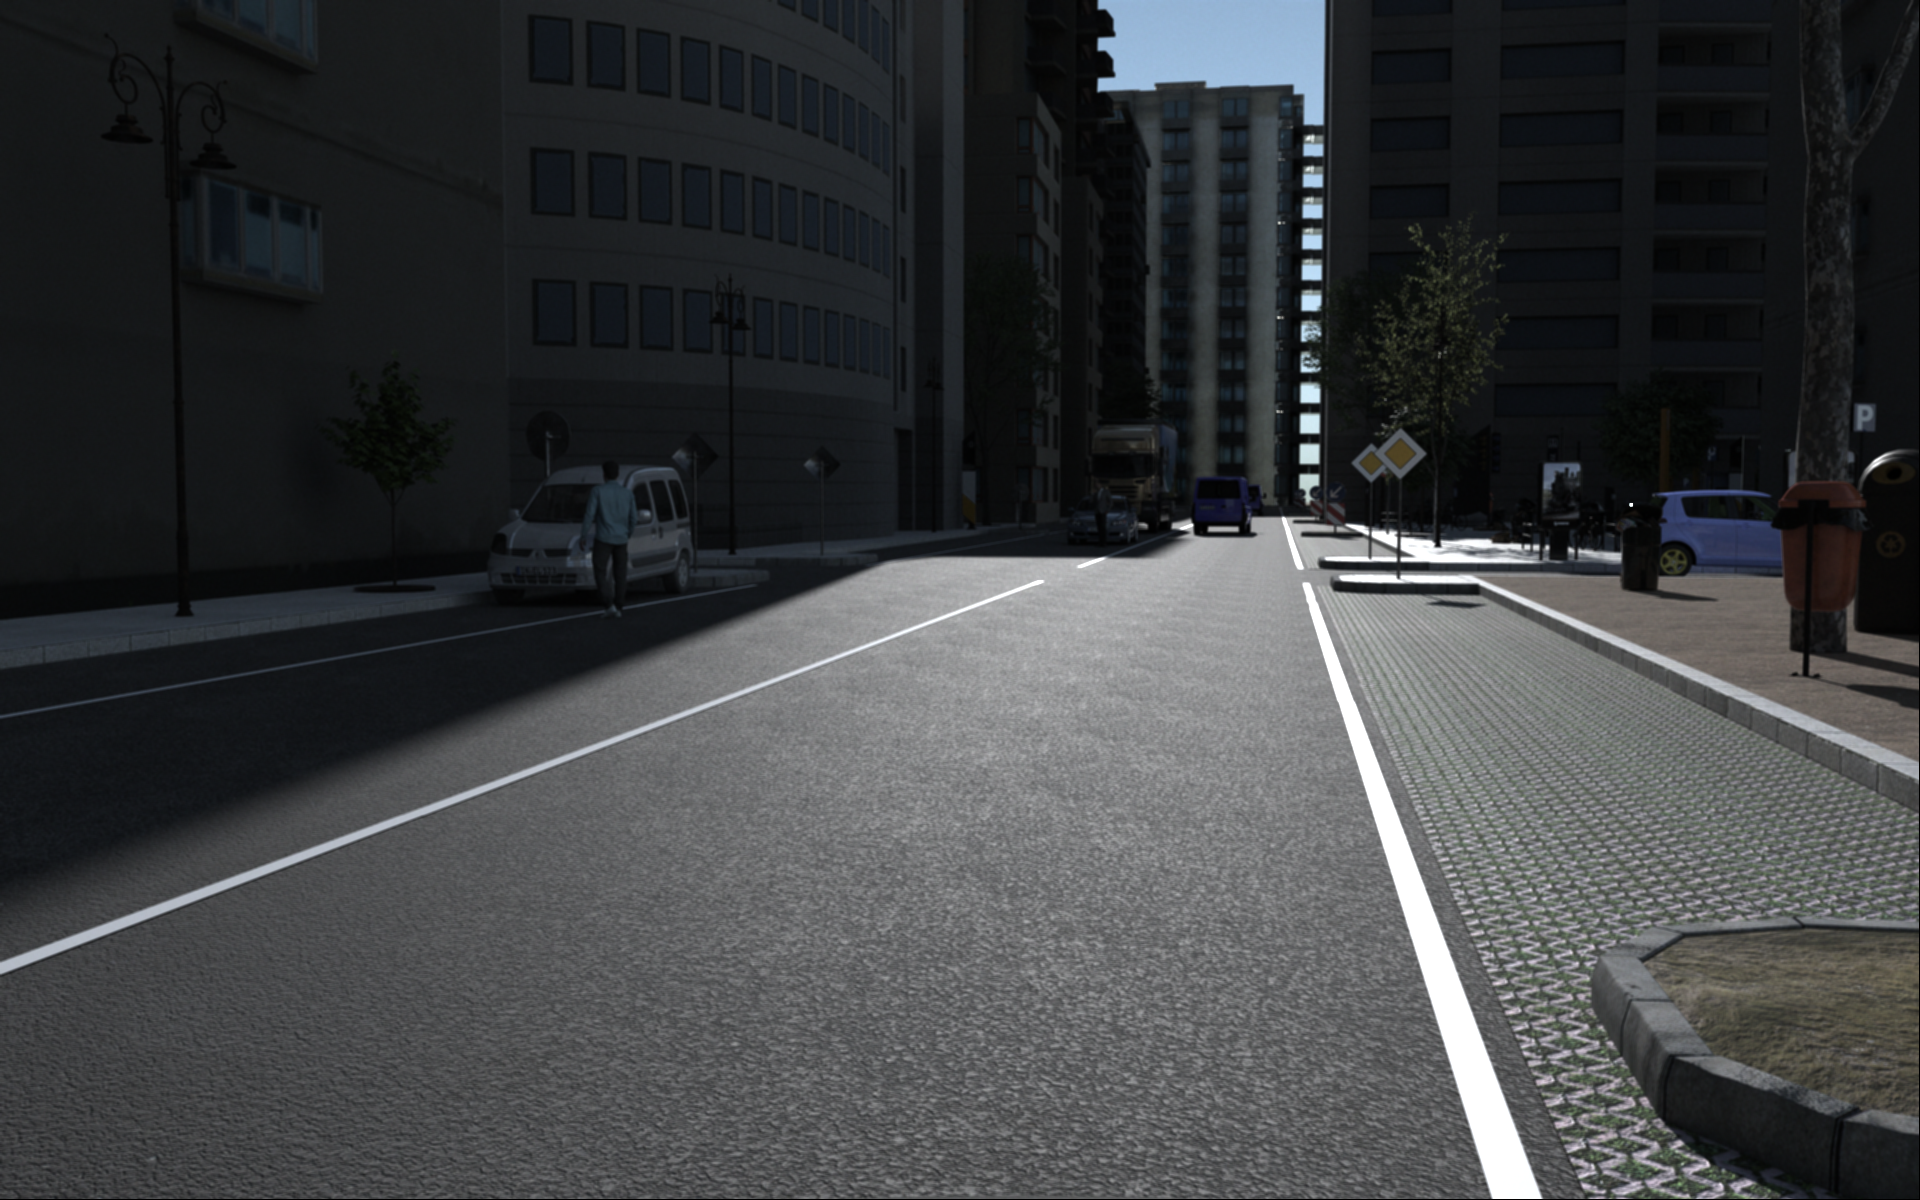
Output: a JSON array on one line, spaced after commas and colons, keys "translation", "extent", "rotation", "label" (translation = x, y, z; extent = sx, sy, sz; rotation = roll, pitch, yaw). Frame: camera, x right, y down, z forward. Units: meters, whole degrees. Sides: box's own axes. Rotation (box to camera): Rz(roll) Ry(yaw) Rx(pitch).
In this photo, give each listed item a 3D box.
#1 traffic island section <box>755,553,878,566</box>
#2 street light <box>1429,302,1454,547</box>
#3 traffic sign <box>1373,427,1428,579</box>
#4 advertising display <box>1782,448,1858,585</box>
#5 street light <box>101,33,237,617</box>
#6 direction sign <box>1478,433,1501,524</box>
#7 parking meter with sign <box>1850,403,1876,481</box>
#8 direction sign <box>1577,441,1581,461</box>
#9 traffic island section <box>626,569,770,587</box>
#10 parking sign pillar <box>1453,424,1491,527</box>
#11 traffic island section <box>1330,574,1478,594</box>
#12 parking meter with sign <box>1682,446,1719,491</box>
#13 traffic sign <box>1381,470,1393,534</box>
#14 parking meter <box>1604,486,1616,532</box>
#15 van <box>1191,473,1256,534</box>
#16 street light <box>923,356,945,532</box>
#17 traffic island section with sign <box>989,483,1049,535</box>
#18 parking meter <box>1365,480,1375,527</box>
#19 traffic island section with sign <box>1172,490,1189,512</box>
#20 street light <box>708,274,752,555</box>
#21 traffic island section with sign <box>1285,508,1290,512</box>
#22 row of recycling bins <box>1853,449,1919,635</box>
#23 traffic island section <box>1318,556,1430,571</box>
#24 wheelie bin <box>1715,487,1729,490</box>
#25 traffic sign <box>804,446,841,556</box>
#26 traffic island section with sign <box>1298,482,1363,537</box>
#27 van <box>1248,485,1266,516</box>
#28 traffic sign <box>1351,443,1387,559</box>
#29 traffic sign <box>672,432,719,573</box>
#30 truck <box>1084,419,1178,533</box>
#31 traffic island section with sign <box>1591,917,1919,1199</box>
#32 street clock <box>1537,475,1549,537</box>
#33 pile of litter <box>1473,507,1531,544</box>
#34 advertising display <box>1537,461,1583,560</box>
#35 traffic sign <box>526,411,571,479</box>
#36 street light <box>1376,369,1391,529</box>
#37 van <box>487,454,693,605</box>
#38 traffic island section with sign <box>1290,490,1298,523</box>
[{"translation": [-2.888, -0.840, 36.010], "extent": [2.009, 0.180, 2.903], "rotation": [1, 4, 10], "label": "traffic island section"}, {"translation": [11.613, -4.227, 41.906], "extent": [0.468, 5.910, 1.993], "rotation": [1, 4, 10], "label": "street light"}, {"translation": [6.618, -1.373, 26.087], "extent": [0.795, 2.450, 0.064], "rotation": [1, 4, 10], "label": "traffic sign"}, {"translation": [12.084, -1.172, 24.370], "extent": [0.974, 1.923, 0.123], "rotation": [0, 4, 4], "label": "advertising display"}, {"translation": [-8.148, -2.766, 18.018], "extent": [0.468, 5.910, 1.993], "rotation": [1, 4, 10], "label": "street light"}, {"translation": [19.599, -4.415, 64.178], "extent": [0.876, 3.537, 0.379], "rotation": [3, 5, 45], "label": "direction sign"}, {"translation": [17.086, -2.317, 34.140], "extent": [0.543, 3.016, 1.738], "rotation": [-1, 4, -19], "label": "parking meter with sign"}, {"translation": [26.476, -5.027, 74.182], "extent": [0.379, 3.537, 0.876], "rotation": [1, 4, 13], "label": "direction sign"}, {"translation": [-4.319, -0.359, 28.154], "extent": [2.009, 0.180, 2.903], "rotation": [1, 4, 10], "label": "traffic island section"}, {"translation": [19.804, -4.806, 67.050], "extent": [1.447, 3.967, 1.447], "rotation": [0, 4, -8], "label": "parking sign pillar"}, {"translation": [6.642, -0.237, 26.160], "extent": [2.009, 0.180, 2.903], "rotation": [1, 4, 10], "label": "traffic island section"}, {"translation": [26.435, -4.049, 62.469], "extent": [1.738, 3.016, 0.543], "rotation": [-1, 4, -17], "label": "parking meter with sign"}, {"translation": [13.622, -3.364, 55.103], "extent": [0.768, 2.556, 0.104], "rotation": [1, 4, 13], "label": "traffic sign"}, {"translation": [21.778, -3.035, 58.040], "extent": [0.372, 1.533, 0.369], "rotation": [0, 3, 0], "label": "parking meter"}, {"translation": [9.648, -3.616, 63.504], "extent": [2.240, 2.365, 5.245], "rotation": [1, 4, 12], "label": "van"}, {"translation": [-0.869, -5.205, 57.893], "extent": [0.468, 5.910, 1.993], "rotation": [1, 4, 10], "label": "street light"}, {"translation": [2.151, -3.252, 61.804], "extent": [1.989, 1.847, 2.006], "rotation": [1, 4, 10], "label": "traffic island section with sign"}, {"translation": [16.079, -3.806, 67.944], "extent": [0.255, 1.863, 0.399], "rotation": [-1, 4, -14], "label": "parking meter"}, {"translation": [20.538, -9.429, 162.784], "extent": [1.989, 1.847, 2.006], "rotation": [1, 4, 10], "label": "traffic island section with sign"}, {"translation": [-4.818, -3.895, 36.474], "extent": [0.468, 5.910, 1.993], "rotation": [1, 4, 10], "label": "street light"}, {"translation": [26.376, -7.695, 134.440], "extent": [1.989, 1.847, 2.006], "rotation": [1, 4, 10], "label": "traffic island section with sign"}, {"translation": [9.198, -0.474, 14.857], "extent": [1.069, 1.692, 3.534], "rotation": [-1, 4, -16], "label": "row of recycling bins"}, {"translation": [8.073, -0.718, 34.016], "extent": [2.009, 0.180, 2.903], "rotation": [1, 4, 10], "label": "traffic island section"}, {"translation": [32.151, -3.977, 72.925], "extent": [0.980, 1.594, 0.693], "rotation": [0, 4, -2], "label": "wheelie bin"}, {"translation": [-2.864, -1.976, 35.944], "extent": [0.795, 2.450, 0.064], "rotation": [1, 4, 10], "label": "traffic sign"}, {"translation": [12.493, -3.033, 58.217], "extent": [1.989, 1.847, 2.006], "rotation": [1, 4, 10], "label": "traffic island section with sign"}, {"translation": [19.083, -6.738, 114.552], "extent": [2.240, 2.365, 5.245], "rotation": [1, 4, 11], "label": "van"}, {"translation": [8.048, -1.853, 33.944], "extent": [0.795, 2.450, 0.064], "rotation": [1, 4, 10], "label": "traffic sign"}, {"translation": [-4.294, -1.495, 28.088], "extent": [0.795, 2.450, 0.064], "rotation": [1, 4, 10], "label": "traffic sign"}, {"translation": [6.780, -4.774, 66.962], "extent": [2.839, 4.237, 11.283], "rotation": [1, 4, 11], "label": "truck"}, {"translation": [2.654, 0.273, 4.159], "extent": [1.989, 1.847, 2.006], "rotation": [1, 4, 10], "label": "traffic island section with sign"}, {"translation": [17.523, -2.890, 51.823], "extent": [0.471, 2.002, 0.358], "rotation": [0, 3, 0], "label": "street clock"}, {"translation": [14.444, -1.930, 45.520], "extent": [1.719, 0.858, 1.176], "rotation": [-3, 5, -42], "label": "pile of litter"}, {"translation": [11.634, -1.737, 33.611], "extent": [0.974, 1.923, 0.123], "rotation": [-1, 4, -21], "label": "advertising display"}, {"translation": [-6.318, -1.616, 26.534], "extent": [0.768, 2.556, 0.104], "rotation": [1, 4, 16], "label": "traffic sign"}, {"translation": [15.642, -5.581, 64.040], "extent": [0.468, 5.910, 1.993], "rotation": [1, 4, 10], "label": "street light"}, {"translation": [-4.994, -1.021, 23.712], "extent": [2.013, 2.044, 4.112], "rotation": [1, 4, 9], "label": "van"}, {"translation": [17.351, -4.666, 84.912], "extent": [1.989, 1.847, 2.006], "rotation": [1, 4, 10], "label": "traffic island section with sign"}]
